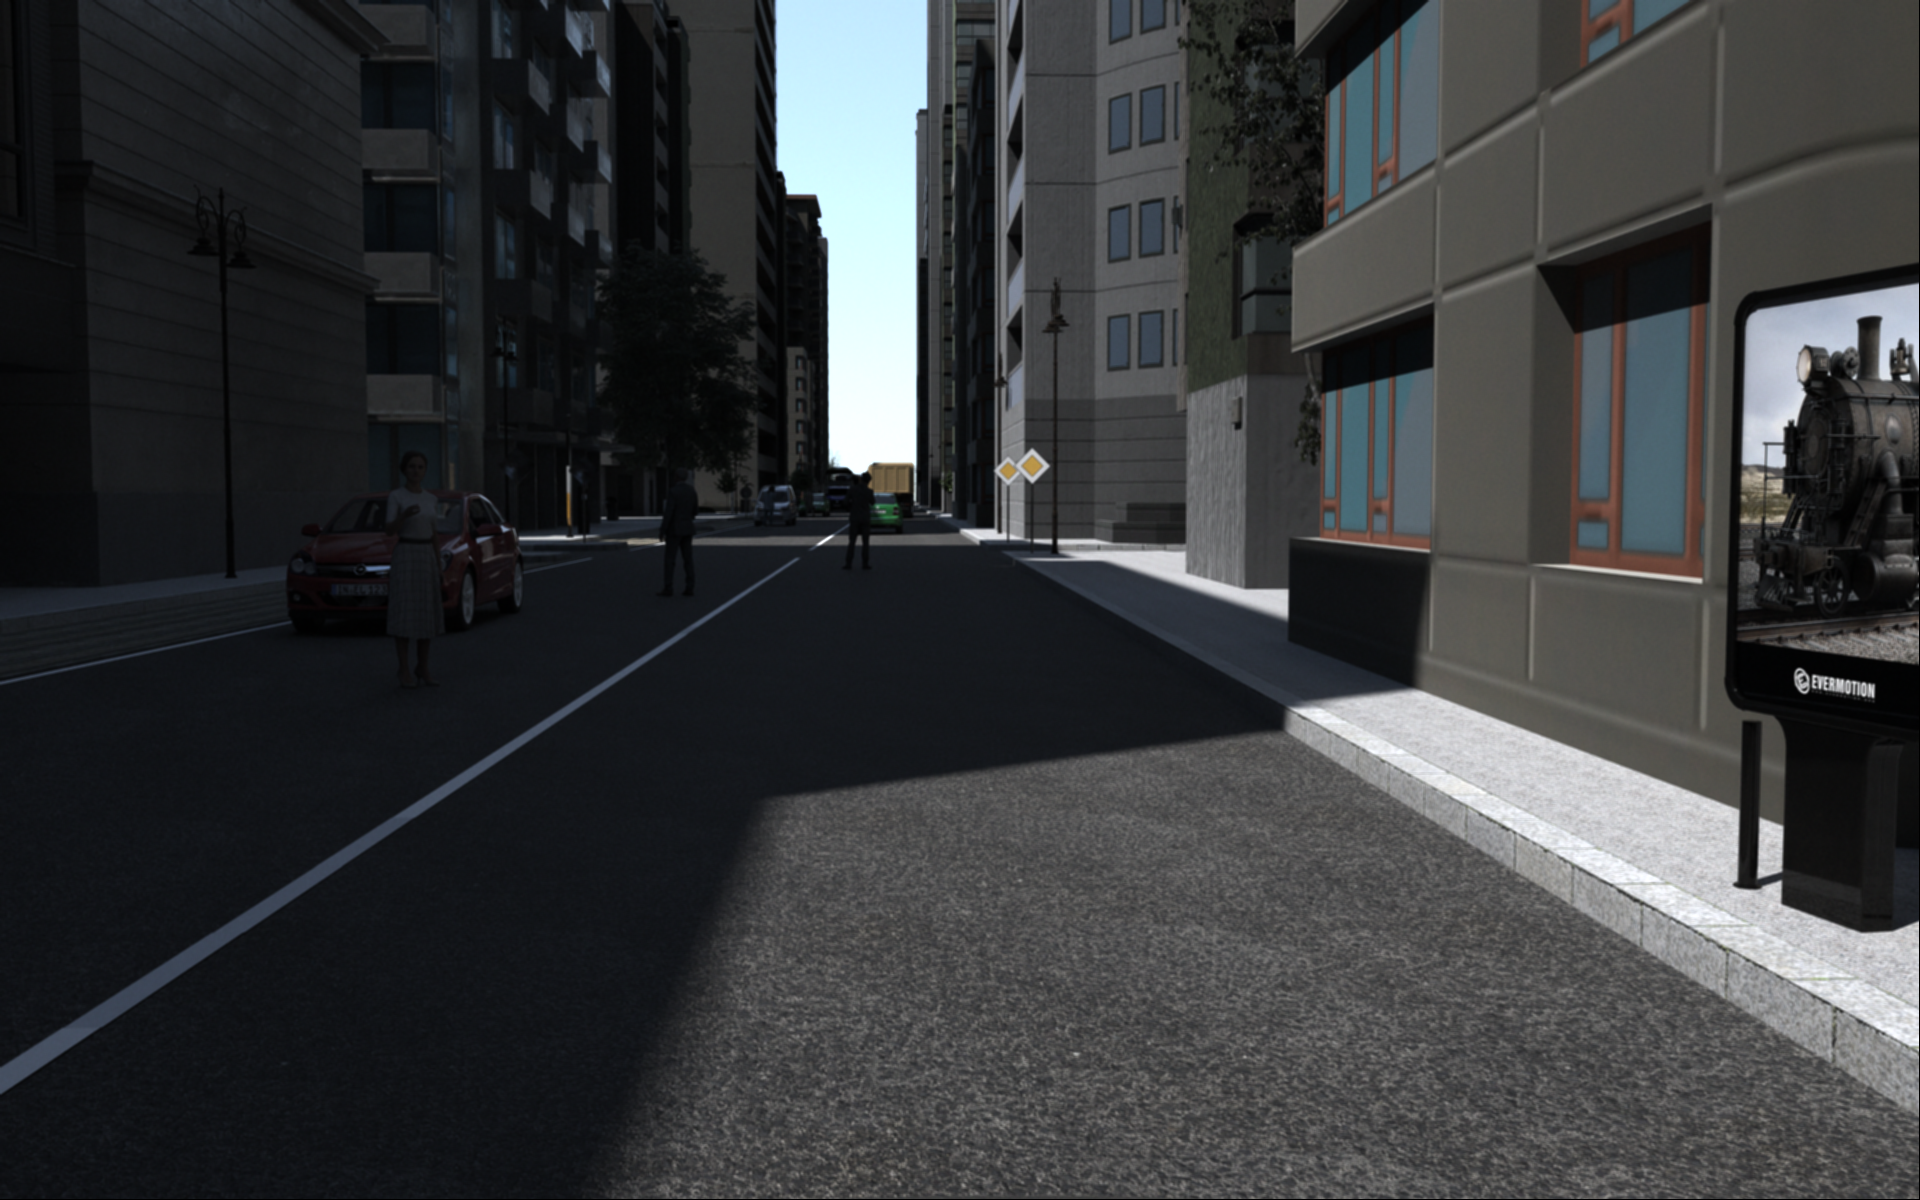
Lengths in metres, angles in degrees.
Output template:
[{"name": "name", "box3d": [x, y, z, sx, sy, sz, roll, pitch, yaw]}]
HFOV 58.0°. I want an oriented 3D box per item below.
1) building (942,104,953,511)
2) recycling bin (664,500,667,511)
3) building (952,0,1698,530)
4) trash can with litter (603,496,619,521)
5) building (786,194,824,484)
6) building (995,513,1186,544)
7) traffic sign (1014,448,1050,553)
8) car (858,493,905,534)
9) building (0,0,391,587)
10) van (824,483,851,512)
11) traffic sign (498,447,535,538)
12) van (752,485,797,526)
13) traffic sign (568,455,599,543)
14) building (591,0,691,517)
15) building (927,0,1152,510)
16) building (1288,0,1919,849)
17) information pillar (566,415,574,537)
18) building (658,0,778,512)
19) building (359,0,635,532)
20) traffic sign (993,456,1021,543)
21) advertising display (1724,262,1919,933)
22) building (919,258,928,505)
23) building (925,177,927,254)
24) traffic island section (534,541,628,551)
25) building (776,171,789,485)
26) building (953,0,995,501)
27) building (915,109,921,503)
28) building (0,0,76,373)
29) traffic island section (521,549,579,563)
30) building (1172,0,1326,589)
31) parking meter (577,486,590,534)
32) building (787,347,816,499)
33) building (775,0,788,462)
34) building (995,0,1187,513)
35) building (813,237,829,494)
[{"name": "building", "box3d": [5.571, -22.037, 132.002, 14.160, 30.474, 14.107, 0, 4, -2]}, {"name": "recycling bin", "box3d": [-13.158, -4.109, 79.744, 0.722, 1.027, 0.722, 2, 4, 29]}, {"name": "building", "box3d": [13.902, -14.433, 81.023, 27.650, 21.520, 28.899, 0, 4, -2]}, {"name": "trash can with litter", "box3d": [-16.707, -4.381, 83.013, 0.624, 1.170, 1.055, 0, 4, 2]}, {"name": "building", "box3d": [-30.834, -36.163, 245.881, 22.147, 44.769, 28.867, 0, 4, -2]}, {"name": "building", "box3d": [15.655, -31.222, 52.487, 28.212, 58.520, 21.231, 0, 4, -2]}, {"name": "traffic sign", "box3d": [1.558, -2.068, 37.449, 0.795, 2.450, 0.064, 0, 4, -2]}, {"name": "car", "box3d": [-2.969, -3.312, 62.945, 1.959, 1.807, 4.718, 0, 4, -2]}, {"name": "building", "box3d": [-23.203, -14.784, 29.102, 23.554, 28.519, 14.401, 0, 4, -2]}, {"name": "van", "box3d": [-9.794, -8.303, 140.132, 2.240, 2.365, 5.245, 0, 4, -1]}, {"name": "traffic sign", "box3d": [-9.479, -2.044, 37.061, 0.795, 2.450, 0.064, 0, 4, -2]}, {"name": "van", "box3d": [-8.375, -4.379, 78.608, 2.013, 2.044, 4.112, 0, 4, -1]}, {"name": "traffic sign", "box3d": [-9.776, -2.532, 45.041, 0.795, 2.450, 0.064, 0, 4, -2]}, {"name": "building", "box3d": [-23.270, -20.062, 99.715, 14.160, 30.474, 14.107, 0, 4, -2]}, {"name": "building", "box3d": [7.065, -39.097, 181.240, 21.231, 58.520, 28.212, 0, 4, -2]}, {"name": "building", "box3d": [17.216, -9.513, 0.570, 27.650, 21.520, 28.899, 0, 4, -2]}, {"name": "information pillar", "box3d": [-11.561, -3.660, 51.193, 0.183, 3.616, 0.504, 0, 4, -7]}, {"name": "building", "box3d": [-25.180, -30.950, 129.742, 21.300, 48.544, 21.600, 0, 4, -2]}, {"name": "building", "box3d": [-25.130, -27.063, 62.092, 23.786, 49.044, 30.456, 0, 4, -2]}, {"name": "traffic sign", "box3d": [1.262, -2.556, 45.429, 0.795, 2.450, 0.064, 0, 4, -2]}, {"name": "advertising display", "box3d": [2.650, 0.002, 5.186, 0.123, 1.923, 0.974, -1, 4, -11]}, {"name": "building", "box3d": [1.928, -26.993, 213.041, 14.160, 30.474, 14.107, 0, 4, -2]}, {"name": "building", "box3d": [6.449, -37.686, 235.769, 23.786, 49.044, 30.456, 0, 4, -2]}, {"name": "traffic island section", "box3d": [-9.799, -1.396, 45.101, 2.009, 0.180, 2.903, 0, 4, -2]}, {"name": "building", "box3d": [-22.234, -23.030, 148.235, 14.160, 30.474, 14.107, 0, 4, -2]}, {"name": "building", "box3d": [6.496, -26.283, 113.316, 14.154, 41.232, 14.086, 0, 4, -2]}, {"name": "building", "box3d": [3.776, -44.247, 265.444, 21.231, 58.520, 28.212, 0, 4, -2]}, {"name": "building", "box3d": [-17.757, -13.230, 9.818, 14.314, 27.812, 24.014, 0, 4, -2]}, {"name": "traffic island section", "box3d": [-9.502, -0.908, 37.122, 2.009, 0.180, 2.903, 0, 4, -2]}, {"name": "building", "box3d": [10.599, -15.769, 29.520, 14.160, 30.474, 14.107, 0, 4, -2]}, {"name": "parking meter", "box3d": [-12.144, -2.903, 55.871, 0.372, 1.533, 0.369, 0, 3, 0]}, {"name": "building", "box3d": [-32.707, -22.791, 217.672, 27.650, 21.520, 28.899, 0, 4, -2]}, {"name": "building", "box3d": [-27.929, -52.391, 169.258, 22.319, 86.520, 31.000, 0, 4, -2]}, {"name": "building", "box3d": [8.728, -37.333, 152.397, 21.231, 58.520, 28.212, 0, 4, -2]}, {"name": "building", "box3d": [-27.595, -35.742, 267.982, 14.154, 41.232, 14.086, 0, 4, -2]}]
